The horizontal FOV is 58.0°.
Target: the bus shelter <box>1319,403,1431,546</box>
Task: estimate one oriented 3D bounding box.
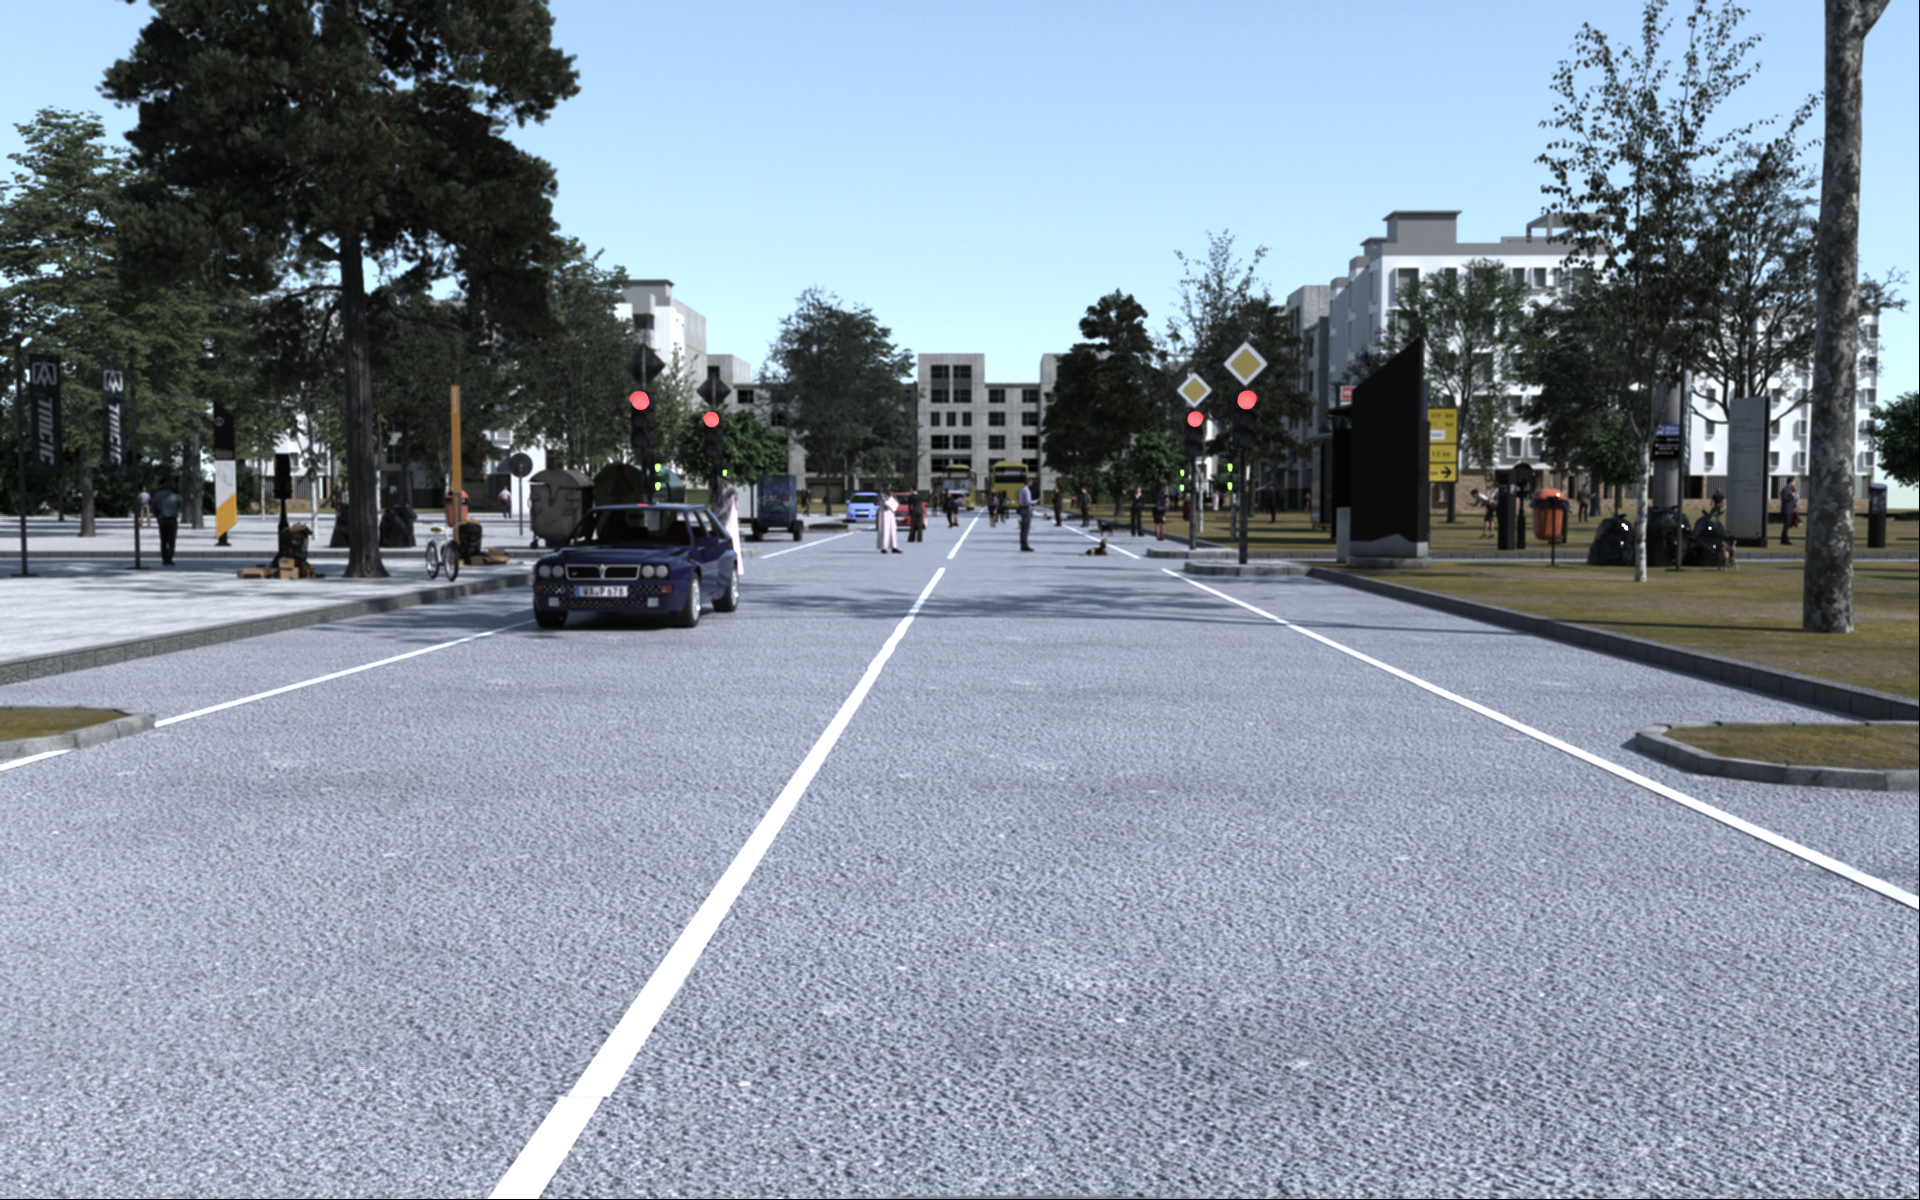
[{"bbox_3d":[10.984,-3.352,46.090,1.731,3.624,6.357,0,4,1],"label":"bus shelter"}]

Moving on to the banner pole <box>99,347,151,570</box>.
[{"bbox_3d":[-14.157,-2.403,29.310,0.401,3.779,0.863,1,4,23],"label":"banner pole"}]

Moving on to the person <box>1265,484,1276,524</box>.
[{"bbox_3d":[13.512,-4.196,75.351,0.504,1.737,0.576,0,4,3],"label":"person"}]

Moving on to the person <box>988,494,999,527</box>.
[{"bbox_3d":[1.449,-3.859,74.834,0.421,1.427,0.697,-1,4,-12],"label":"person"}]

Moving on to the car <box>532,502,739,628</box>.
[{"bbox_3d":[-3.637,-0.442,19.812,1.945,1.354,3.894,0,4,2],"label":"car"}]

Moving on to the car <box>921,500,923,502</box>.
[{"bbox_3d":[-3.775,-7.325,131.557,2.131,1.459,4.920,0,4,1],"label":"car"}]

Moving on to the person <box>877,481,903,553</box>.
[{"bbox_3d":[-1.742,-2.001,41.890,0.621,1.740,0.551,2,4,25],"label":"person"}]

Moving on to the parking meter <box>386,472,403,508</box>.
[{"bbox_3d":[-15.093,-2.480,46.265,0.399,1.863,0.255,0,4,5],"label":"parking meter"}]

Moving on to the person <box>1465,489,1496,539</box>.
[{"bbox_3d":[15.049,-2.488,49.917,0.799,1.438,0.628,-3,4,-38],"label":"person"}]

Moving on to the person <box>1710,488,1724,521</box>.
[{"bbox_3d":[34.311,-4.300,78.552,0.569,1.553,0.471,2,4,34],"label":"person"}]

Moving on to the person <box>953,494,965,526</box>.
[{"bbox_3d":[-0.084,-4.012,77.330,0.697,1.427,0.421,-2,4,-35],"label":"person"}]

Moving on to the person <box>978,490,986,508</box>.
[{"bbox_3d":[2.357,-10.570,181.326,0.705,1.824,1.348,3,4,36],"label":"person"}]

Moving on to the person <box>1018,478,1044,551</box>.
[{"bbox_3d":[1.778,-2.148,43.495,0.599,1.838,0.709,-1,4,-19],"label":"person"}]

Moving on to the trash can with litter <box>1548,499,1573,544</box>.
[{"bbox_3d":[15.420,-2.029,44.561,0.624,1.170,1.055,1,4,21],"label":"trash can with litter"}]

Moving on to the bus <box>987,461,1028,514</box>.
[{"bbox_3d":[3.551,-8.351,128.082,2.896,3.916,12.252,0,3,0],"label":"bus"}]

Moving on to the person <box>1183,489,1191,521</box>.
[{"bbox_3d":[10.823,-4.502,82.123,0.523,1.526,0.387,-2,4,-29],"label":"person"}]

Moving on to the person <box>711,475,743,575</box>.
[{"bbox_3d":[-3.793,-1.145,27.887,0.621,1.740,0.551,-2,4,-24],"label":"person"}]

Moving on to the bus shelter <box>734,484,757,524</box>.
[{"bbox_3d":[-8.970,-5.047,76.442,2.014,3.302,5.546,0,4,1],"label":"bus shelter"}]

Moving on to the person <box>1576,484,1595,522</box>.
[{"bbox_3d":[28.979,-4.502,80.175,0.750,1.759,0.617,-3,4,-38],"label":"person"}]

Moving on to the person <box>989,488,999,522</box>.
[{"bbox_3d":[1.699,-4.821,88.018,0.565,1.739,0.600,2,4,29],"label":"person"}]

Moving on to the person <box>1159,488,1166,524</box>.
[{"bbox_3d":[8.737,-4.058,74.602,0.429,1.552,0.499,1,4,22],"label":"person"}]

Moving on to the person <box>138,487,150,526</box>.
[{"bbox_3d":[-33.035,-3.793,70.117,0.516,1.574,0.319,-3,4,-38],"label":"person"}]

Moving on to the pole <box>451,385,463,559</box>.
[{"bbox_3d":[-9.476,-2.371,32.605,0.158,3.312,0.155,0,3,0],"label":"pole"}]

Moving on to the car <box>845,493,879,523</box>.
[{"bbox_3d":[-4.732,-4.719,86.750,1.945,1.707,3.694,0,4,2],"label":"car"}]

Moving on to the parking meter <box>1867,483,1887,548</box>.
[{"bbox_3d":[21.854,-2.009,41.260,0.372,1.533,0.369,0,3,0],"label":"parking meter"}]

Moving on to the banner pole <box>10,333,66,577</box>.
[{"bbox_3d":[-14.482,-2.272,27.162,0.401,3.779,0.863,3,5,40],"label":"banner pole"}]

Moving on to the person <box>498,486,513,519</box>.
[{"bbox_3d":[-23.801,-5.129,90.836,0.756,1.711,0.436,2,4,26],"label":"person"}]

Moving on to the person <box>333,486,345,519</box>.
[{"bbox_3d":[-26.390,-4.045,73.647,0.415,1.643,0.593,1,4,20],"label":"person"}]

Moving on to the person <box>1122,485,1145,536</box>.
[{"bbox_3d":[5.885,-3.021,58.691,0.742,1.727,0.445,-1,4,-18],"label":"person"}]

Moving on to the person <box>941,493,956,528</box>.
[{"bbox_3d":[-0.512,-3.834,73.875,0.600,1.496,0.574,-1,4,-9],"label":"person"}]

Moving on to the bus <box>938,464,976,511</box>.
[{"bbox_3d":[-0.084,-9.554,147.753,2.896,3.916,12.252,0,4,3],"label":"bus"}]

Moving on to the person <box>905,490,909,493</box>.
[{"bbox_3d":[-2.930,-5.310,96.775,0.517,1.644,0.566,1,4,11],"label":"person"}]

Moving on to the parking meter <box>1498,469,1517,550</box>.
[{"bbox_3d":[12.538,-2.078,39.695,0.399,1.863,0.255,-3,5,-40],"label":"parking meter"}]

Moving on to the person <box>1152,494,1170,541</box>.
[{"bbox_3d":[6.207,-2.536,53.197,0.421,1.427,0.697,-2,4,-26],"label":"person"}]

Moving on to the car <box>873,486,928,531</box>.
[{"bbox_3d":[-2.326,-3.657,68.828,2.155,1.783,4.494,0,4,3],"label":"car"}]

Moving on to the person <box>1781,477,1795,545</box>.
[{"bbox_3d":[20.898,-2.248,43.712,0.541,1.710,0.530,-2,4,-31],"label":"person"}]

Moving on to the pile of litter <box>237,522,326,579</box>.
[{"bbox_3d":[-10.413,-0.770,26.560,1.176,0.858,1.719,-3,4,-37],"label":"pile of litter"}]

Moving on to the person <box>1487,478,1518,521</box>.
[{"bbox_3d":[13.809,-2.268,44.070,0.756,1.711,0.436,1,4,17],"label":"person"}]

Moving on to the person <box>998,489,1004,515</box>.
[{"bbox_3d":[2.817,-6.773,119.267,1.348,1.821,0.705,0,4,4],"label":"person"}]

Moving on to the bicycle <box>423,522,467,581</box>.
[{"bbox_3d":[-7.747,-0.773,25.857,0.635,0.972,1.543,-2,4,-33],"label":"bicycle"}]

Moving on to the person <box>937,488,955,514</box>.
[{"bbox_3d":[-0.958,-7.045,123.653,1.348,1.831,0.705,0,4,2],"label":"person"}]

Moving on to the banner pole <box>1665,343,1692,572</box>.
[{"bbox_3d":[12.111,-2.381,28.950,0.401,3.779,0.863,3,4,36],"label":"banner pole"}]

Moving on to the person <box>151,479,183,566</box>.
[{"bbox_3d":[-14.150,-1.385,30.901,0.499,1.552,0.429,1,4,14],"label":"person"}]

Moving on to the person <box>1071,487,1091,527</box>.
[{"bbox_3d":[5.262,-4.048,75.208,0.750,1.759,0.617,-1,4,-20],"label":"person"}]

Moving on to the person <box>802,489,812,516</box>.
[{"bbox_3d":[-8.799,-5.593,99.698,0.471,1.553,0.569,2,4,25],"label":"person"}]

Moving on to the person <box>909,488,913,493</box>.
[{"bbox_3d":[-2.328,-4.528,83.220,0.600,1.739,0.565,-3,5,-41],"label":"person"}]

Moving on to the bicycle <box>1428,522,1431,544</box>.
[{"bbox_3d":[10.577,-1.657,40.307,0.635,0.972,1.543,3,5,44],"label":"bicycle"}]

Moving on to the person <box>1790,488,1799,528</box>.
[{"bbox_3d":[31.657,-3.504,65.806,0.387,1.526,0.523,-2,4,-33],"label":"person"}]

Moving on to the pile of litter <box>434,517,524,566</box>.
[{"bbox_3d":[-8.717,-1.066,31.397,1.719,0.858,1.176,-2,4,-29],"label":"pile of litter"}]

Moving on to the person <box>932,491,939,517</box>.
[{"bbox_3d":[-1.553,-6.087,109.493,0.415,1.643,0.593,1,4,15],"label":"person"}]

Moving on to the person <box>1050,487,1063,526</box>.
[{"bbox_3d":[4.304,-4.168,77.333,0.565,1.739,0.600,3,5,42],"label":"person"}]

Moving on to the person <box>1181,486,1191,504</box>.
[{"bbox_3d":[10.921,-4.672,83.236,0.445,1.727,0.742,3,4,39],"label":"person"}]

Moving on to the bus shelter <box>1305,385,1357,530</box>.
[{"bbox_3d":[13.622,-5.134,61.575,2.179,5.291,8.768,0,4,1],"label":"bus shelter"}]

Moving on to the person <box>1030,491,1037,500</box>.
[{"bbox_3d":[6.320,-8.831,153.715,1.217,1.723,0.721,-1,4,-22],"label":"person"}]

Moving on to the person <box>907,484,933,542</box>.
[{"bbox_3d":[-1.194,-2.598,51.787,0.742,1.727,0.445,-1,4,-17],"label":"person"}]
